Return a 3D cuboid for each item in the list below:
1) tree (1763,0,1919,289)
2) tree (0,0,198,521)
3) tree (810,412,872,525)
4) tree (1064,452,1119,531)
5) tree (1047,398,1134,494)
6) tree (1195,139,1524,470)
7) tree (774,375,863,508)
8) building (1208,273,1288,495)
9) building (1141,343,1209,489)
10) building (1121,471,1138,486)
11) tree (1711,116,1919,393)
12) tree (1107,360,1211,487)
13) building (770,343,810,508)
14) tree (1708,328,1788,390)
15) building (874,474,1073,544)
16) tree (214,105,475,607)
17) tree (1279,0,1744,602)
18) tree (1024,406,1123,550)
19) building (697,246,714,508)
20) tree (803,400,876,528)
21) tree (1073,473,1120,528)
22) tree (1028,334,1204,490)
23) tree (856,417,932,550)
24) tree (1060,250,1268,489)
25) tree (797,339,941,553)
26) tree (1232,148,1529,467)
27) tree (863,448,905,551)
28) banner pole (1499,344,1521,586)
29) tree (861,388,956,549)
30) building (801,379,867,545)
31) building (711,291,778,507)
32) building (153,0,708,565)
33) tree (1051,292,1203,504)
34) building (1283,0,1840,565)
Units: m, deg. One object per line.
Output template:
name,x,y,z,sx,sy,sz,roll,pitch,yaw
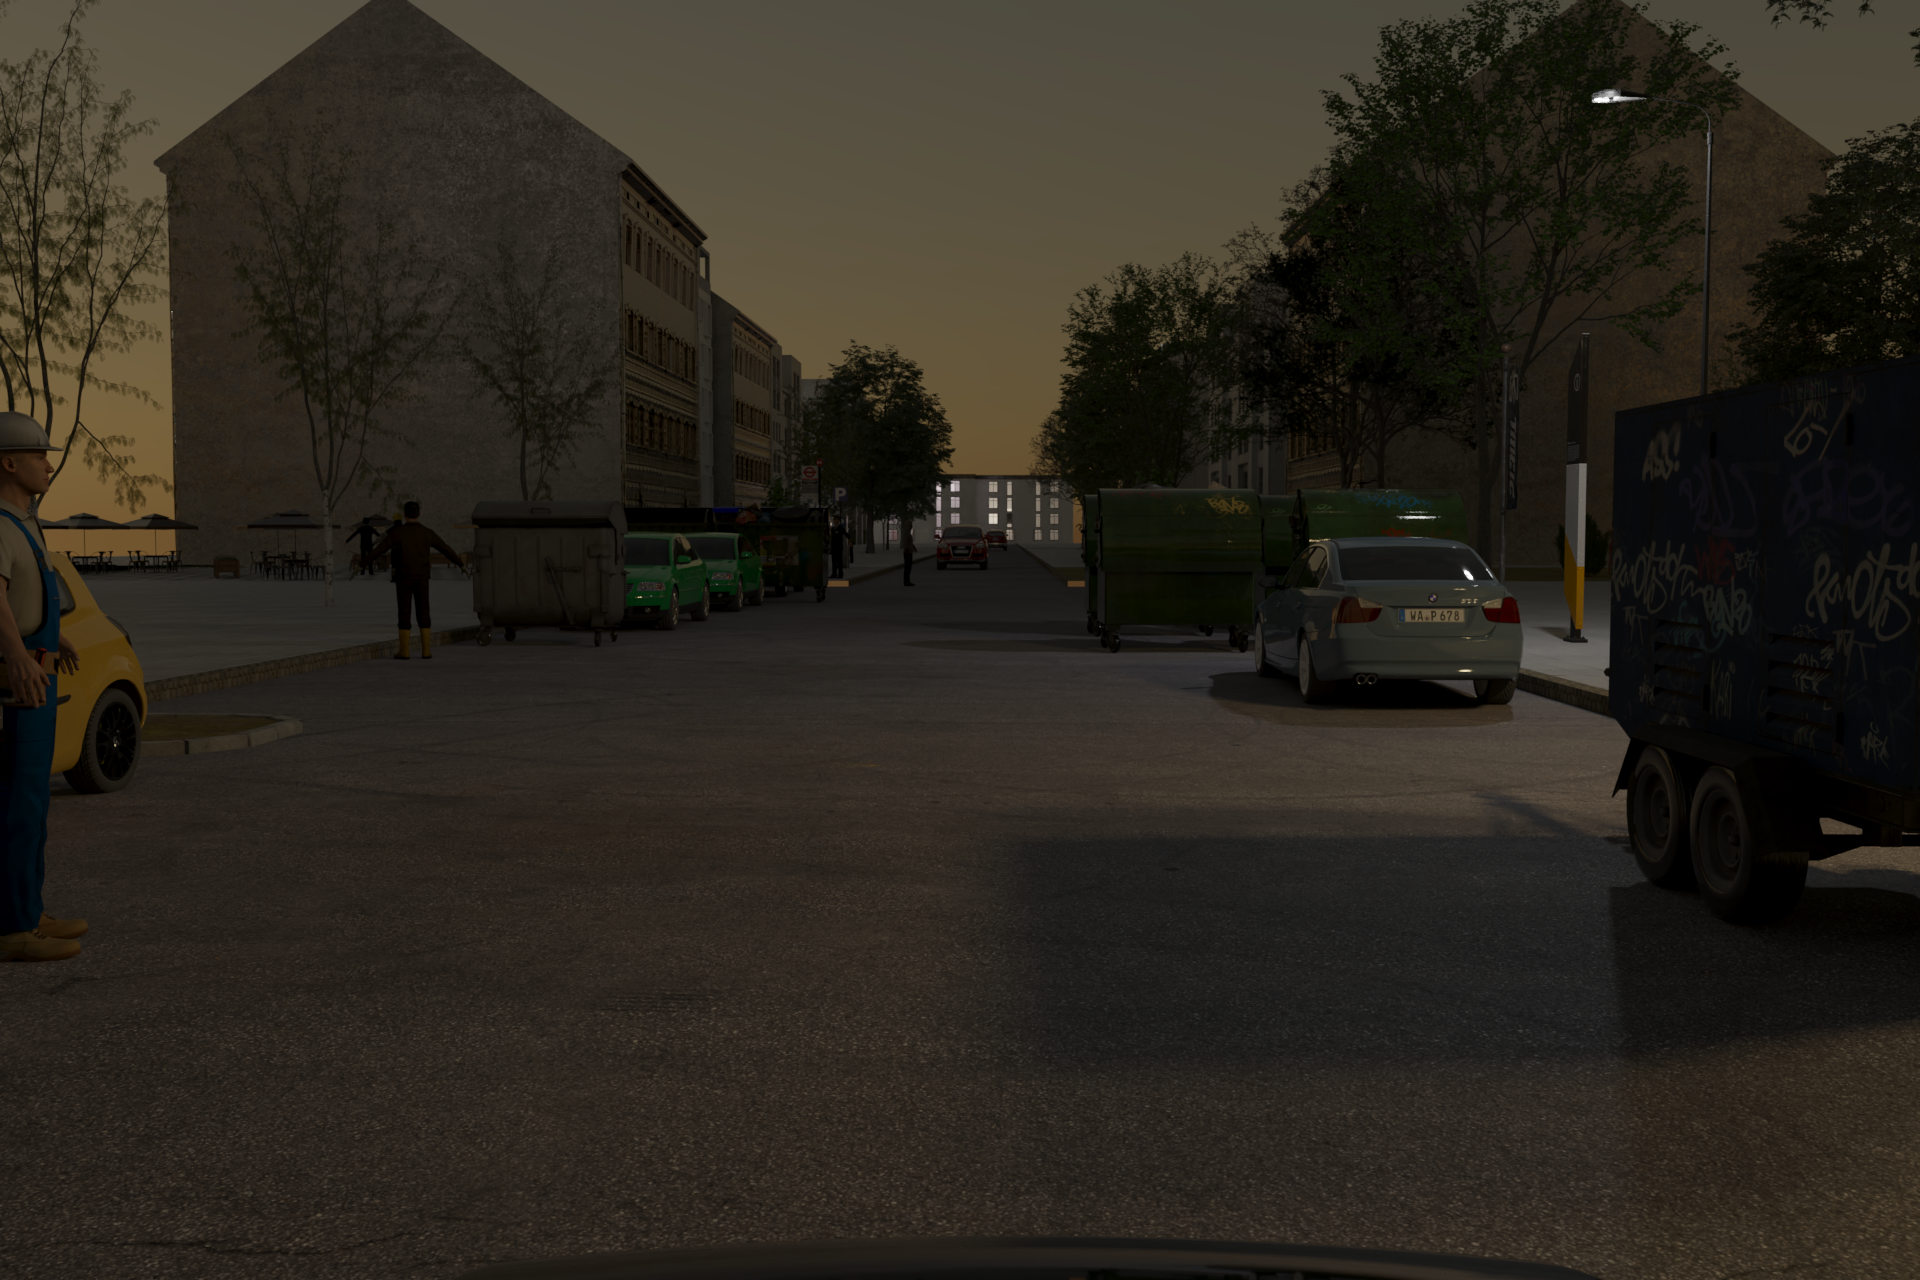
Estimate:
tree,10.067,-4.766,12.332,8.767,10.594,7.601,0,4,-3
tree,-11.505,-4.347,21.435,4.360,8.622,3.978,0,3,0
tree,-6.667,-9.319,102.732,4.360,8.622,3.978,0,3,0
tree,9.729,-10.585,123.420,4.737,8.622,4.395,0,3,0
tree,9.327,-11.553,114.646,9.928,11.665,9.643,0,3,0
tree,11.941,-8.735,53.180,12.009,13.543,11.850,0,3,0
tree,-6.836,-8.004,81.224,4.737,8.622,4.395,0,3,0
building,28.378,-15.858,125.733,16.747,18.905,31.486,0,4,1
building,27.281,-18.509,169.077,16.747,18.905,31.486,0,4,1
building,28.520,-22.654,201.317,19.493,23.208,18.063,0,4,1
tree,27.864,-8.913,52.389,9.857,13.997,8.962,0,3,0
tree,7.802,-7.503,73.029,4.360,8.622,3.978,0,3,0
building,-24.962,-18.639,171.211,16.747,18.905,31.486,0,4,1
tree,28.820,-6.882,62.878,4.737,8.622,4.395,0,3,0
building,1.919,-18.196,242.101,28.070,9.664,9.099,0,4,-2
tree,-11.287,-4.901,30.497,4.360,8.622,3.978,0,3,0
tree,10.084,-6.529,32.506,9.928,11.665,9.643,0,3,0
tree,10.384,-14.292,144.038,12.009,13.543,11.850,0,3,0
building,-21.776,-15.083,103.022,16.016,20.090,11.380,0,4,1
tree,-5.997,-8.811,94.421,4.360,8.622,3.978,0,3,0
tree,10.228,-11.219,133.794,4.737,8.622,4.395,0,3,0
tree,9.241,-11.696,101.604,12.009,13.543,11.850,0,3,0
tree,-5.941,-12.487,138.567,8.767,10.594,7.601,1,4,15
tree,7.800,-8.509,64.885,9.928,11.665,9.643,0,3,0
tree,-5.865,-12.725,114.716,9.857,13.997,8.962,0,3,0
tree,10.146,-6.601,42.334,7.601,10.594,8.767,1,4,13
tree,-5.853,-11.081,131.543,4.360,8.622,3.978,0,3,0
banner pole,7.171,-1.995,22.644,0.401,3.779,0.863,0,4,2
tree,-5.042,-14.931,150.771,9.857,13.997,8.962,0,3,0
building,-20.464,-21.212,213.278,16.747,18.905,31.486,0,4,1
building,-24.297,-18.092,126.726,19.493,23.208,18.063,0,4,2
building,-22.737,-15.190,79.281,19.493,23.208,18.063,0,4,1
tree,7.760,-9.974,81.208,7.486,12.596,7.792,0,3,0
building,25.791,-15.178,79.082,19.493,23.208,18.063,0,4,1
